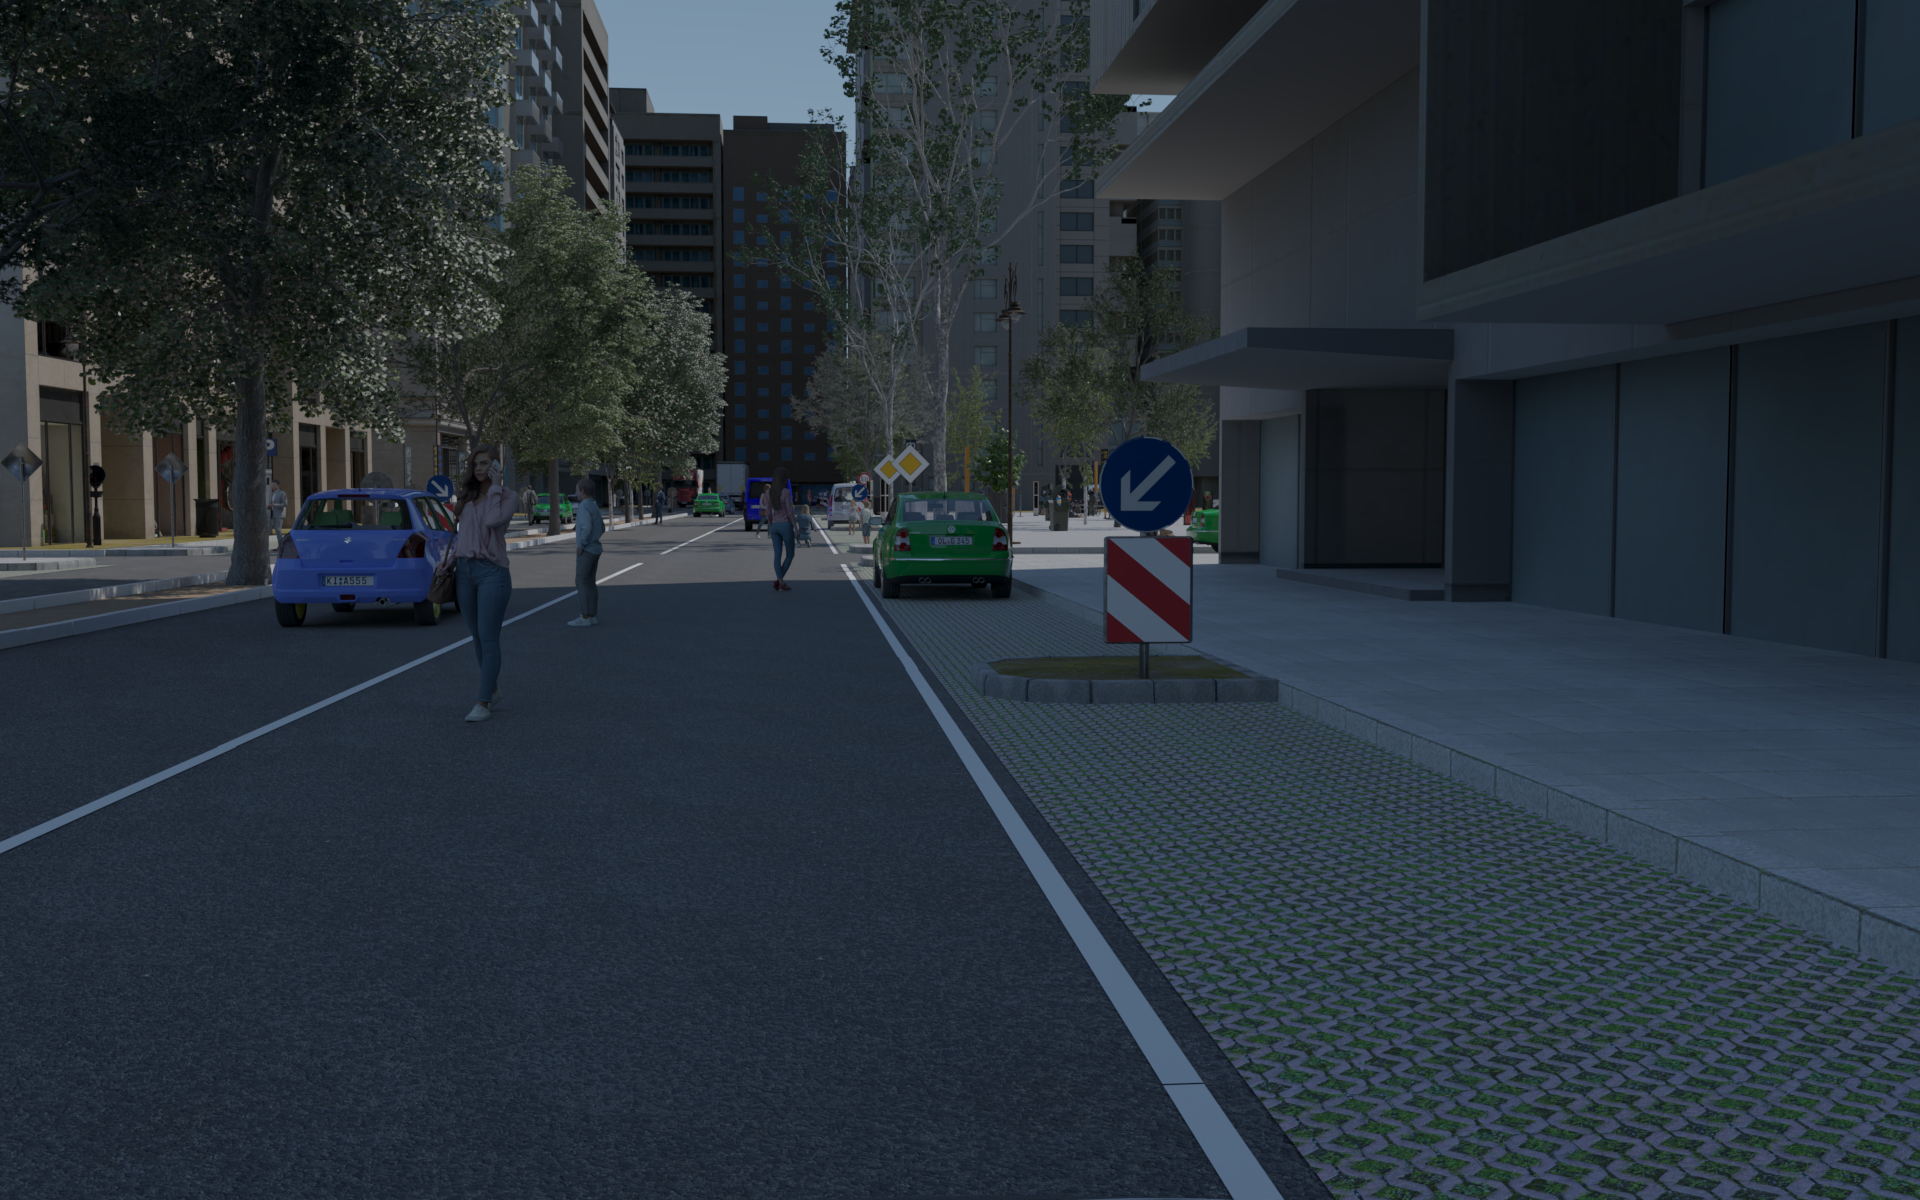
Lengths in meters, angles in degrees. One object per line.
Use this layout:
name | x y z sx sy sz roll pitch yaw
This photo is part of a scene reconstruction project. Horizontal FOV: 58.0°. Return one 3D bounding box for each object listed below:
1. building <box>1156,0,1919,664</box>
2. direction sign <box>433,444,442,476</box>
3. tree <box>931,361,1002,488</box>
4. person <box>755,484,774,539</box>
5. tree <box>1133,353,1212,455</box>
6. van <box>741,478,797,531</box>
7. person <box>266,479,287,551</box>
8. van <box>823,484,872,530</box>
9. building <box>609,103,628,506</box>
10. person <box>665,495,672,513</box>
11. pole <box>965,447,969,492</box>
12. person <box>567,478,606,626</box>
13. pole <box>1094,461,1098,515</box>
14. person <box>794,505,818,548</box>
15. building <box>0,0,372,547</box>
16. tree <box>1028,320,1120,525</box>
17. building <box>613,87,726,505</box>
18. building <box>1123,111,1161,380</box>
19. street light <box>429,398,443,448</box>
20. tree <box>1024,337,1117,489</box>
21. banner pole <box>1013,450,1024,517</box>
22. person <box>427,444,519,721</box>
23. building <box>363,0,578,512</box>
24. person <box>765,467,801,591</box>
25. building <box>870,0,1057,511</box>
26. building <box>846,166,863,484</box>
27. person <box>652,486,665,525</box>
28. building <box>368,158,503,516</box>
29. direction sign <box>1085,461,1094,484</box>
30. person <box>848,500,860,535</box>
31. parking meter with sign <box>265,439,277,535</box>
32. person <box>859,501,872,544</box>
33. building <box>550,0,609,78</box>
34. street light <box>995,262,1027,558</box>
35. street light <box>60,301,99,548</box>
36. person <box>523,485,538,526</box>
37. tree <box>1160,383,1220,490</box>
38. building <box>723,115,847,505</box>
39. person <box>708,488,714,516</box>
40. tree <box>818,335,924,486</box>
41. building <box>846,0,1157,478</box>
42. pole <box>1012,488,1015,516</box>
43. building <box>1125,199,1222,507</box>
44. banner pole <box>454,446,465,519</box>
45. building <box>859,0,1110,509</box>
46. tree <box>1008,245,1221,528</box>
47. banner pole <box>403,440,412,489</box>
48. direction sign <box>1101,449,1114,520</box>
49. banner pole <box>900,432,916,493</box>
building | 16.936 -26.297 19.202 28.713 52.752 27.495 0 4 -5
direction sign | -23.955 -5.350 79.466 0.379 3.537 0.876 0 4 5
tree | 0.383 -8.929 96.358 4.737 8.622 4.395 0 3 0
person | -6.289 -2.861 55.861 0.643 1.750 0.593 3 5 40
tree | 10.564 -8.328 86.522 4.360 8.622 3.978 0 3 0
van | -7.548 -3.920 68.476 2.240 2.365 5.245 0 4 -6
person | -17.198 -2.126 43.454 0.606 1.804 0.583 2 4 24
van | -4.583 -3.896 70.715 2.013 2.044 4.112 0 4 -5
building | -42.532 -30.518 182.561 14.086 41.232 14.154 0 4 -5
person | -22.179 -7.502 131.873 0.721 1.735 1.217 2 4 26
pole | 0.308 -4.979 75.246 0.158 3.312 0.155 0 3 0
person | -4.094 -0.533 19.023 0.330 1.601 0.589 1 4 16
pole | 8.504 -7.002 108.326 0.158 3.312 0.155 0 3 0
person | -4.298 -1.989 46.511 1.012 1.151 0.738 -1 4 -10
building | -33.617 -15.449 57.101 19.350 26.468 34.151 0 4 -5
tree | 5.058 -7.471 72.511 4.737 8.622 4.395 0 3 0
building | -39.088 -35.884 210.399 21.600 48.544 21.300 0 4 -5
building | 29.353 -36.559 217.343 30.456 49.044 23.786 0 4 -5
street light | -24.538 -6.637 81.307 0.468 5.910 1.993 0 4 -5
tree | 4.931 -7.825 78.306 4.360 8.622 3.978 0 3 0
banner pole | 3.267 -6.576 97.529 0.401 3.779 0.863 3 4 38
person | -3.058 -0.125 11.138 0.593 1.750 0.643 1 4 22
building | -41.924 -31.168 129.198 23.786 49.044 30.456 0 4 -5
person | -2.610 -1.046 25.610 0.555 1.821 0.388 1 4 21
building | -0.131 -27.762 137.505 14.154 41.232 14.086 0 4 -5
building | -6.512 -32.162 209.446 14.086 41.232 14.154 0 4 -5
person | -14.103 -4.434 81.174 0.721 1.800 0.419 3 5 43
building | -32.898 -14.914 94.752 10.553 20.767 40.483 0 4 -5
direction sign | 8.787 -7.682 117.597 0.379 3.537 0.876 -3 4 -38
person | -3.642 -2.837 59.906 0.505 1.210 0.382 1 4 17
parking meter with sign | -21.637 -3.508 53.610 0.543 3.016 1.738 0 4 -6
person | -2.499 -1.993 45.776 0.332 1.250 0.352 1 4 14
building | -43.210 -32.507 155.196 21.300 48.544 21.600 0 4 -5
street light | 1.006 -3.785 34.677 0.468 5.910 1.993 0 4 -5
street light | -20.816 -4.187 41.244 0.468 5.910 1.993 0 4 -5
person | -19.351 -4.248 78.056 0.679 1.850 0.850 0 4 -3
tree | 14.508 -9.887 112.022 4.737 8.622 4.395 0 3 0
building | -20.938 -34.163 208.676 14.200 45.320 14.600 0 4 -5
person | -16.082 -6.317 111.556 0.659 1.850 0.755 1 4 10
tree | -6.365 -12.511 122.680 7.486 12.596 7.792 0 3 0
building | 3.041 -36.111 179.657 28.713 52.752 27.495 0 4 -5
pole | 3.172 -6.685 103.149 0.158 3.312 0.155 0 3 0
building | 29.798 -29.840 179.766 23.993 40.220 32.217 0 4 -5
banner pole | -26.119 -6.145 90.492 0.863 3.779 0.401 2 4 30
building | 1.446 -43.799 154.362 20.563 71.187 20.611 0 4 -5
tree | 6.039 -8.033 65.750 8.767 10.594 7.601 0 4 -5
banner pole | -25.544 -5.505 80.028 0.863 3.779 0.401 3 5 43
direction sign | 7.499 -5.797 86.781 0.876 3.537 0.379 1 4 12
banner pole | -2.128 -4.874 69.699 0.863 3.779 0.401 -1 4 -20
